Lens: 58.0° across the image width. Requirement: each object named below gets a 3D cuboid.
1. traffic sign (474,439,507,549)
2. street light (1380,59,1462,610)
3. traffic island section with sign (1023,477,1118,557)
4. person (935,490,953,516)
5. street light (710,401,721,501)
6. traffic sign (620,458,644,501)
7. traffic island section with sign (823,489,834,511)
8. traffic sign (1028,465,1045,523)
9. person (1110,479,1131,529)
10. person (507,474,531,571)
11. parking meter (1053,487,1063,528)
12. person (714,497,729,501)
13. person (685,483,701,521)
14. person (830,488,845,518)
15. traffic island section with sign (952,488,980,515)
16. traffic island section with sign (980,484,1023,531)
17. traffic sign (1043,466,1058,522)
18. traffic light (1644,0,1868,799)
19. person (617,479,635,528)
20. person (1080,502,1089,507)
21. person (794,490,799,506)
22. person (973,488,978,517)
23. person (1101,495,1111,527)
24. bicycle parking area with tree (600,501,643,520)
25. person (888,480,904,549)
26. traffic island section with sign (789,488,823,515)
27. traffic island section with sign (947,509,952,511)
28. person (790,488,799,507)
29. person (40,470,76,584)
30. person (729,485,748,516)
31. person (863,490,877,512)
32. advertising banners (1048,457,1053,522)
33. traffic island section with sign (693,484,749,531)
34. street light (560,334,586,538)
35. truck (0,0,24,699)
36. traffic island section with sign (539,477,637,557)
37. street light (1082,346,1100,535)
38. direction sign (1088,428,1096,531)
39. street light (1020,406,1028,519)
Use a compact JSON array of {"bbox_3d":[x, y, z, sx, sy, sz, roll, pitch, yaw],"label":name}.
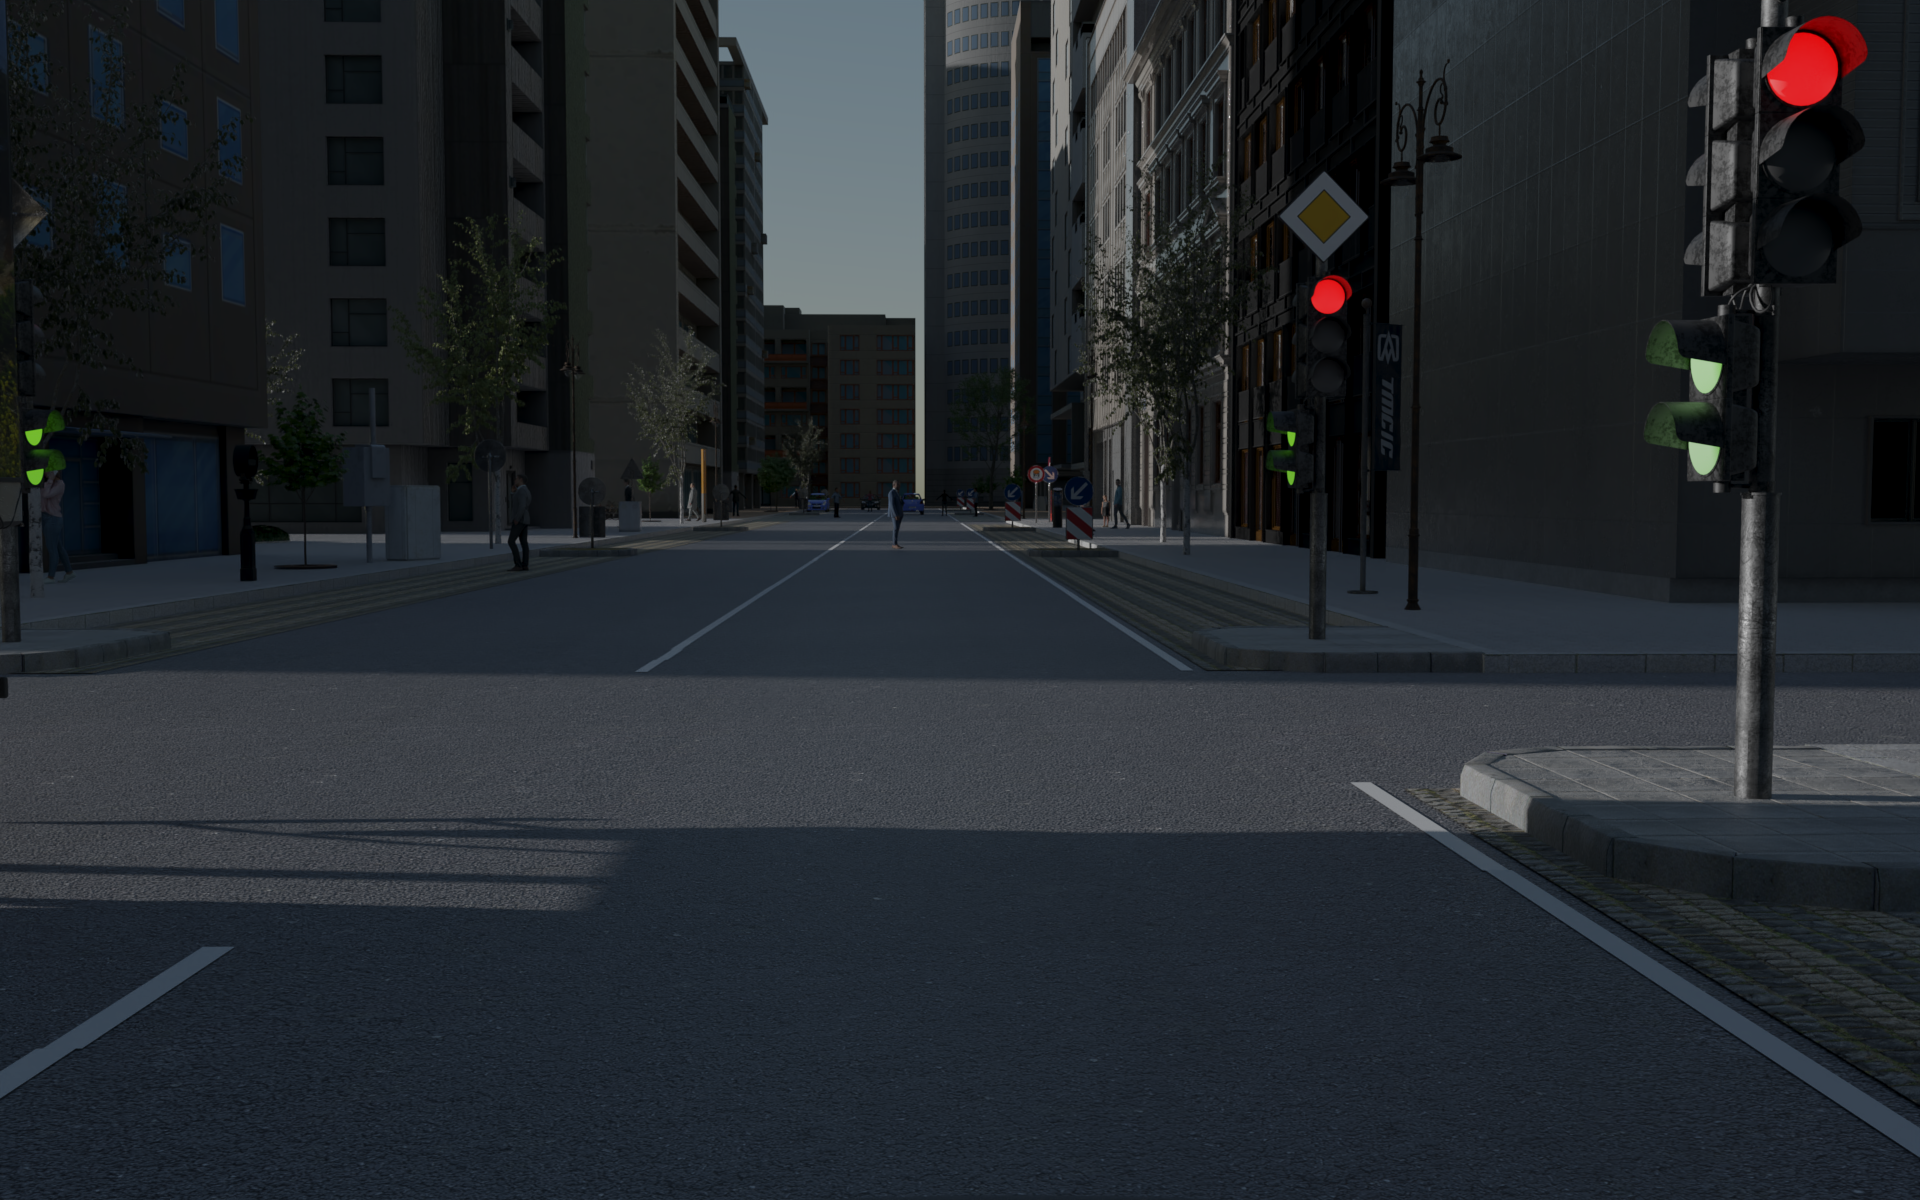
[{"bbox_3d":[-10.953,-2.464,40.396,0.768,2.556,0.104,0,4,4],"label":"traffic sign"},{"bbox_3d":[5.020,-2.828,19.030,0.468,5.910,1.993,0,4,-1],"label":"street light"},{"bbox_3d":[2.565,-1.914,39.921,1.989,1.847,2.006,0,4,-1],"label":"traffic island section with sign"},{"bbox_3d":[-1.035,-6.386,113.732,1.217,1.723,0.721,-1,4,-10],"label":"person"},{"bbox_3d":[-12.057,-6.904,85.664,0.468,5.910,1.993,0,4,-1],"label":"street light"},{"bbox_3d":[-11.703,-3.782,61.838,0.884,2.594,0.081,0,4,8],"label":"traffic sign"},{"bbox_3d":[-11.181,-8.273,143.895,1.989,1.847,2.006,0,4,-1],"label":"traffic island section with sign"},{"bbox_3d":[3.397,-4.705,77.028,0.768,2.556,0.104,0,4,5],"label":"traffic sign"},{"bbox_3d":[5.904,-3.545,63.859,0.748,1.841,0.638,1,4,19],"label":"person"},{"bbox_3d":[-8.172,-1.431,32.071,0.473,1.802,0.592,1,4,12],"label":"person"},{"bbox_3d":[3.717,-3.519,65.946,0.372,1.533,0.369,0,3,0],"label":"parking meter"},{"bbox_3d":[-13.906,-5.764,101.115,1.217,1.723,0.721,3,5,41],"label":"person"},{"bbox_3d":[-12.652,-4.638,81.969,0.767,1.812,0.694,0,4,2],"label":"person"},{"bbox_3d":[-7.460,-5.904,105.010,0.705,1.826,1.348,2,4,35],"label":"person"},{"bbox_3d":[0.613,-6.648,117.327,1.989,1.847,2.006,0,4,-1],"label":"traffic island section with sign"},{"bbox_3d":[1.886,-3.562,66.867,1.989,1.847,2.006,0,4,-1],"label":"traffic island section with sign"},{"bbox_3d":[4.061,-4.799,78.565,0.768,2.556,0.104,0,4,2],"label":"traffic sign"},{"bbox_3d":[3.344,-1.120,7.232,0.839,4.253,0.868,0,4,-1],"label":"traffic light"},{"bbox_3d":[-12.337,-3.570,64.189,0.755,1.850,0.659,0,4,-8],"label":"person"},{"bbox_3d":[4.898,-3.791,68.421,0.834,1.777,0.661,3,5,39],"label":"person"},{"bbox_3d":[-14.709,-9.138,156.918,0.593,1.643,0.415,-1,4,-19],"label":"person"},{"bbox_3d":[0.960,-6.126,108.642,0.705,1.826,1.348,0,4,2],"label":"person"},{"bbox_3d":[5.658,-3.450,67.115,0.362,1.253,0.373,2,4,30],"label":"person"},{"bbox_3d":[-19.488,-5.861,82.823,9.016,4.147,8.231,1,4,22],"label":"bicycle parking area with tree"},{"bbox_3d":[-1.688,-2.260,45.633,0.419,1.800,0.721,0,4,7],"label":"person"},{"bbox_3d":[-10.502,-6.625,116.948,1.989,1.847,2.006,0,4,-1],"label":"traffic island section with sign"},{"bbox_3d":[-0.078,-8.296,144.274,1.989,1.847,2.006,0,4,-1],"label":"traffic island section with sign"},{"bbox_3d":[-15.596,-9.761,165.616,1.348,1.826,0.705,1,4,18],"label":"person"},{"bbox_3d":[-12.995,-1.116,24.883,0.593,1.750,0.643,3,5,40],"label":"person"},{"bbox_3d":[-12.921,-5.734,99.811,1.348,1.821,0.705,0,4,3],"label":"person"},{"bbox_3d":[-7.321,-8.023,140.388,1.217,1.743,0.721,-1,4,-20],"label":"person"},{"bbox_3d":[4.267,-5.164,80.622,0.090,3.025,2.074,0,4,-5],"label":"advertising banners"},{"bbox_3d":[-9.236,-3.578,67.125,1.989,1.847,2.006,0,4,-1],"label":"traffic island section with sign"},{"bbox_3d":[-11.199,-4.738,50.255,0.468,5.910,1.993,0,4,-1],"label":"street light"},{"bbox_3d":[-5.182,-0.812,2.183,2.839,4.237,11.283,0,4,-3],"label":"truck"},{"bbox_3d":[-8.567,-1.930,40.178,1.989,1.847,2.006,0,4,-1],"label":"traffic island section with sign"},{"bbox_3d":[4.130,-4.987,54.332,0.468,5.910,1.993,0,4,-1],"label":"street light"},{"bbox_3d":[4.482,-4.127,59.481,0.379,3.537,0.876,1,4,12],"label":"direction sign"},{"bbox_3d":[3.309,-7.144,89.587,0.468,5.910,1.993,0,4,-1],"label":"street light"}]
